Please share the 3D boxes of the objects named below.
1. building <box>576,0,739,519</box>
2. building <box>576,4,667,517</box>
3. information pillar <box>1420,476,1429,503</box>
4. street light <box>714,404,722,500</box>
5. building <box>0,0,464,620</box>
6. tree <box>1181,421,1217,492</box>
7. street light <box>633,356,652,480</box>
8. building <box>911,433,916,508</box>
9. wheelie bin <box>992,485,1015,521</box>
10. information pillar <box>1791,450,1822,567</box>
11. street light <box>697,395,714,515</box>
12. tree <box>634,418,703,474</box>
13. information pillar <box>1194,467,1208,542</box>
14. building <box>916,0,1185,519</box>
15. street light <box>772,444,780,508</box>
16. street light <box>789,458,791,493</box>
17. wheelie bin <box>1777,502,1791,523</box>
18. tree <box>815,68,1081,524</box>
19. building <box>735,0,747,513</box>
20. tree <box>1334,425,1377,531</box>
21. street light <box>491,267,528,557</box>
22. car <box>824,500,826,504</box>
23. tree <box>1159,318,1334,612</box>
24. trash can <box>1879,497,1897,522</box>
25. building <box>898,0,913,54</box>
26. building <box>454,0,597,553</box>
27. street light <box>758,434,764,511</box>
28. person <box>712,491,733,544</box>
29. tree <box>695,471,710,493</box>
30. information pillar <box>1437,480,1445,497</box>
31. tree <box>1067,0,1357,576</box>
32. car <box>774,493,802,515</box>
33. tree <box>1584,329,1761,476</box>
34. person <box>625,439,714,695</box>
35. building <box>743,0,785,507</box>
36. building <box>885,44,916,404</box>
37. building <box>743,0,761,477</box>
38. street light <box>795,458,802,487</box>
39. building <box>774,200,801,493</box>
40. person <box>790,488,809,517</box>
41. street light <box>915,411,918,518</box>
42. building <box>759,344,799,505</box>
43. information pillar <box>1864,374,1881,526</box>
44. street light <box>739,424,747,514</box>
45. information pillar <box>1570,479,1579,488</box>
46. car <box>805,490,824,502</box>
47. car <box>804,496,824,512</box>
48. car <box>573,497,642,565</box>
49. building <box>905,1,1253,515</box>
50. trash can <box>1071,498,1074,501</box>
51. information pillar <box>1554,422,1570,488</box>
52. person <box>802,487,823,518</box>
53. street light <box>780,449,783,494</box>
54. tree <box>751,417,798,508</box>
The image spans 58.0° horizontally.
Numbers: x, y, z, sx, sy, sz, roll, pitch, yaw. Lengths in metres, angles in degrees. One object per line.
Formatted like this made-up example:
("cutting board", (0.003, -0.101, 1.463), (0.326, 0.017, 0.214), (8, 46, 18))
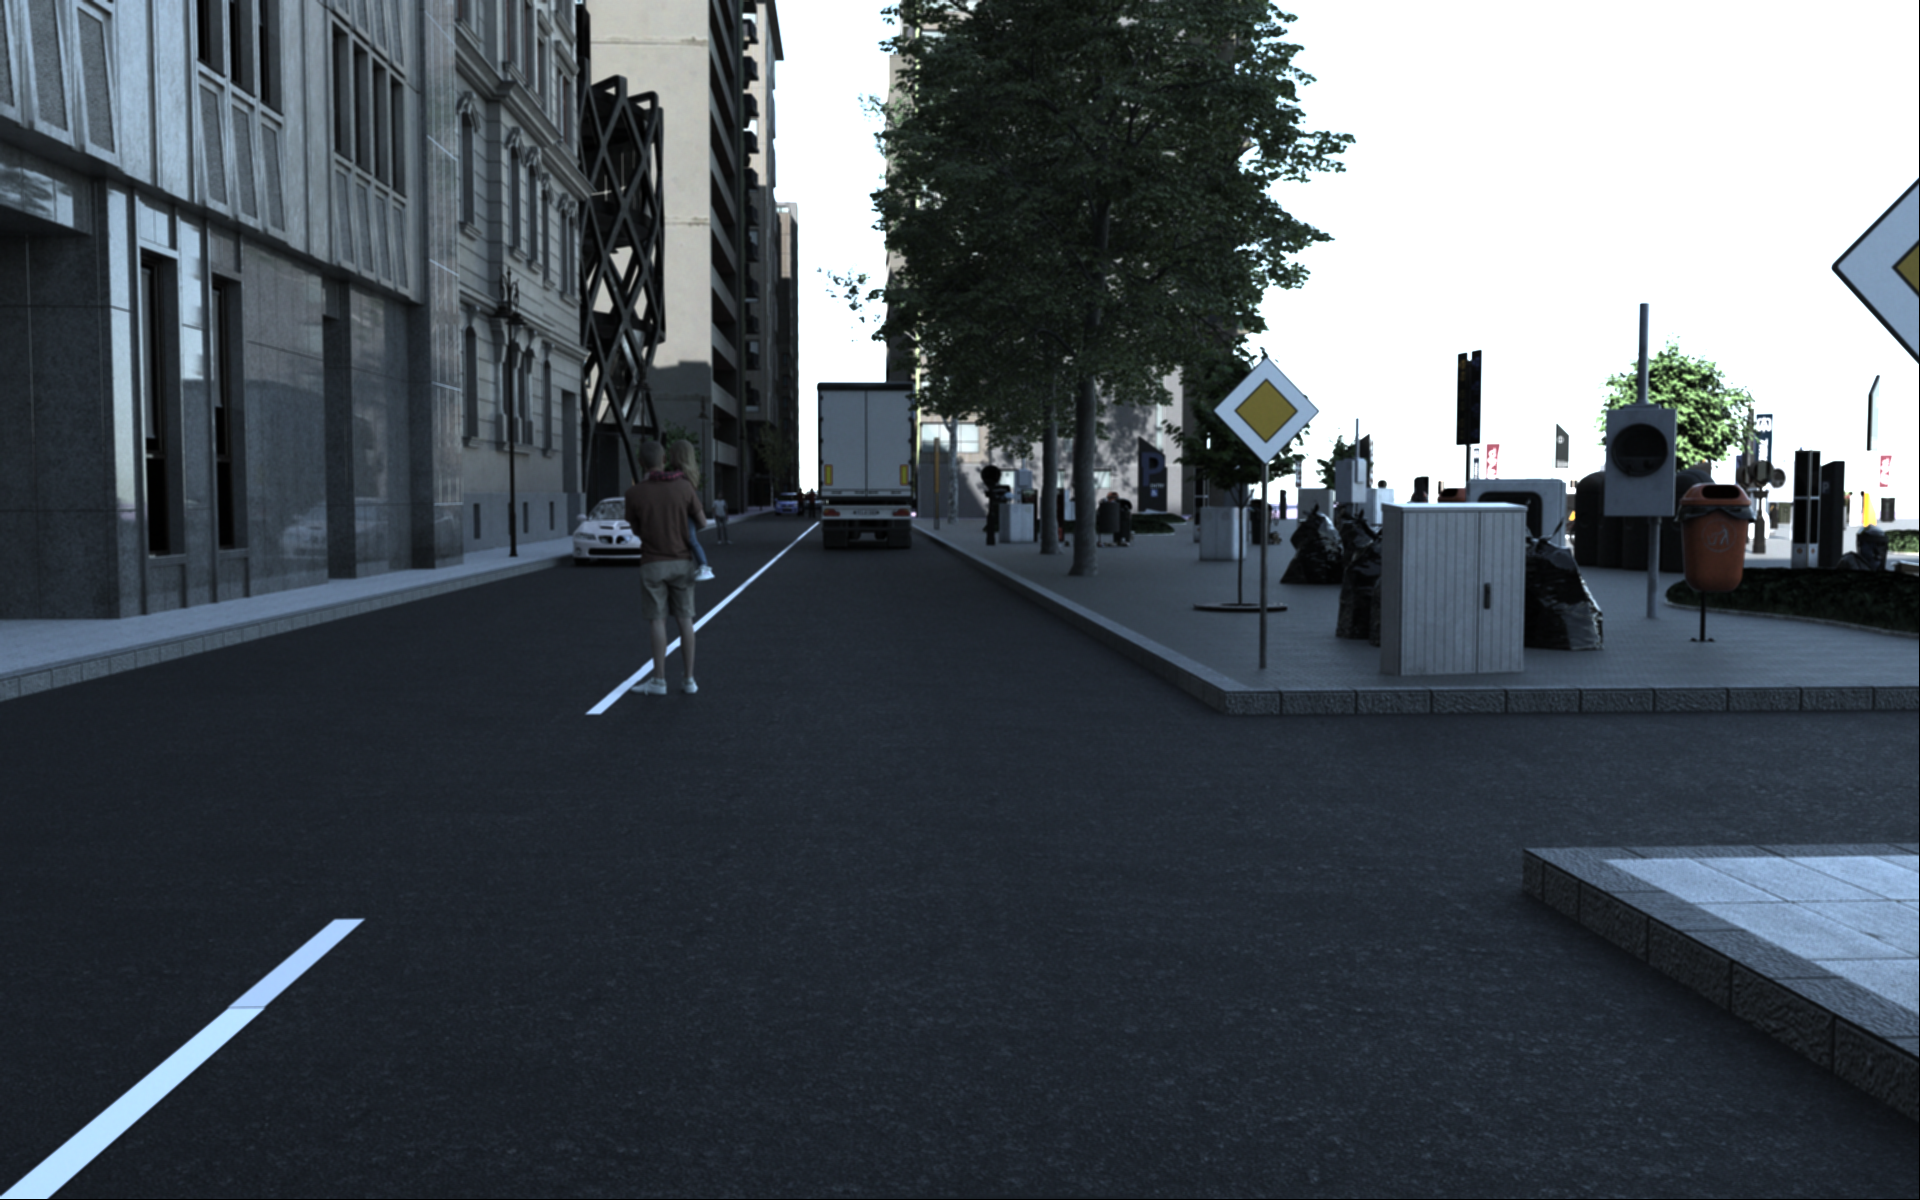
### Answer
("building", (-23.933, -28.941, 96.889), (21.300, 48.544, 21.600), (0, 4, -4))
("building", (-19.354, -11.939, 62.650), (16.820, 18.784, 16.811), (0, 4, -4))
("information pillar", (18.796, -4.011, 70.068), (0.304, 2.012, 0.304), (0, 4, 2))
("street light", (-12.460, -7.089, 88.688), (0.468, 5.910, 1.993), (0, 4, -4))
("building", (-14.484, -12.400, 20.765), (12.078, 24.808, 19.932), (0, 4, -4))
("tree", (9.660, -4.823, 62.574), (4.285, 4.588, 4.351), (0, 3, 0))
("street light", (-10.629, -5.220, 58.131), (0.468, 5.910, 1.993), (0, 4, -4))
("building", (5.439, -51.039, 147.154), (22.319, 86.520, 31.000), (0, 4, -4))
("wheelie bin", (1.455, -3.220, 60.554), (0.980, 1.594, 0.693), (1, 4, 18))
("information pillar", (14.096, -1.490, 28.853), (0.304, 2.012, 0.304), (-2, 4, -31))
("street light", (-11.947, -6.602, 80.723), (0.468, 5.910, 1.993), (0, 4, -4))
("tree", (-12.598, -5.578, 74.913), (4.285, 4.588, 4.351), (0, 3, 0))
("information pillar", (6.402, -2.540, 46.014), (0.304, 2.012, 0.304), (2, 4, 28))
("building", (4.487, -25.270, 96.752), (14.154, 41.232, 14.086), (0, 4, -4))
("street light", (-16.824, -11.266, 156.978), (0.468, 5.910, 1.993), (0, 4, -4))
("street light", (-19.210, -13.592, 195.017), (0.468, 5.910, 1.993), (0, 4, -4))
("wheelie bin", (36.359, -4.179, 76.240), (0.980, 1.594, 0.693), (1, 4, 20))
("tree", (0.130, -13.453, 75.846), (12.611, 20.169, 13.585), (0, 3, 0))
("building", (-21.784, -26.409, 115.378), (14.154, 41.232, 14.086), (0, 4, -4))
("tree", (10.682, -3.321, 48.894), (1.663, 3.219, 1.824), (0, 3, 0))
("street light", (-9.162, -3.827, 35.356), (0.468, 5.910, 1.993), (0, 4, -4))
("car", (-15.031, -10.466, 183.127), (2.014, 1.417, 4.499), (0, 4, -4))
("tree", (2.989, -1.501, 19.145), (1.663, 3.219, 1.824), (0, 3, 0))
("trash can", (42.807, -4.175, 79.910), (0.748, 1.137, 0.748), (0, 3, 0))
("building", (-0.038, -48.788, 235.941), (20.563, 71.187, 20.611), (0, 4, -4))
("building", (-17.290, -15.591, 42.296), (14.401, 28.519, 23.554), (0, 4, -4))
("street light", (-15.465, -9.884, 134.389), (0.468, 5.910, 1.993), (0, 4, -4))
("person", (-6.824, -2.360, 49.687), (0.523, 1.515, 0.503), (3, 4, 38))
("tree", (-13.227, -5.585, 85.913), (1.663, 3.219, 1.824), (0, 3, 0))
("information pillar", (24.905, -5.212, 89.701), (0.304, 2.012, 0.304), (-3, 5, -44))
("tree", (2.385, -6.667, 27.126), (7.486, 12.596, 7.792), (0, 3, 0))
("car", (-11.661, -6.629, 117.970), (1.945, 1.707, 3.694), (0, 4, -2))
("tree", (14.042, -3.106, 34.502), (4.285, 4.588, 4.351), (0, 3, 0))
("person", (-2.080, -0.248, 12.523), (0.573, 1.828, 0.580), (2, 4, 26))
("building", (-33.237, -36.312, 182.934), (28.713, 52.752, 27.495), (0, 4, -4))
("building", (2.878, -34.311, 184.684), (21.300, 48.544, 21.600), (0, 4, -4))
("building", (-27.396, -29.528, 137.414), (22.147, 44.769, 28.867), (0, 4, -4))
("street light", (-20.529, -14.992, 217.901), (0.468, 5.910, 1.993), (0, 4, -4))
("building", (-29.018, -33.712, 234.790), (14.154, 41.232, 14.086), (0, 4, -4))
("person", (-10.096, -6.201, 109.820), (1.348, 1.831, 0.705), (0, 4, 3))
("street light", (-2.354, -7.435, 94.355), (0.468, 5.910, 1.993), (0, 4, -4))
("building", (-34.263, -22.538, 213.532), (27.650, 21.520, 28.899), (0, 4, -4))
("information pillar", (17.777, -2.594, 33.760), (0.183, 3.616, 0.504), (3, 5, 44))
("street light", (-14.002, -8.481, 111.457), (0.468, 5.910, 1.993), (0, 4, -4))
("information pillar", (30.588, -5.005, 86.322), (0.304, 2.012, 0.304), (-1, 4, -15))
("car", (-14.636, -10.067, 173.272), (2.281, 1.827, 5.304), (0, 4, -5))
("car", (-11.701, -7.672, 137.437), (2.014, 1.417, 4.499), (0, 4, -6))
("car", (-6.917, -1.472, 36.421), (2.083, 1.381, 4.827), (0, 4, -3))
("building", (7.474, -28.379, 118.619), (22.147, 44.769, 28.867), (0, 4, -4))
("trash can", (4.593, -3.330, 66.093), (0.748, 1.137, 0.748), (0, 3, 0))
("information pillar", (19.712, -4.002, 56.780), (0.504, 3.616, 0.183), (-1, 4, -11))
("person", (-8.869, -5.842, 103.947), (1.348, 1.831, 0.705), (-1, 4, -19))
("street light", (-17.720, -12.165, 171.693), (0.468, 5.910, 1.993), (0, 4, -4))
("tree", (-17.519, -13.039, 163.557), (4.737, 8.622, 4.395), (0, 3, 0))
